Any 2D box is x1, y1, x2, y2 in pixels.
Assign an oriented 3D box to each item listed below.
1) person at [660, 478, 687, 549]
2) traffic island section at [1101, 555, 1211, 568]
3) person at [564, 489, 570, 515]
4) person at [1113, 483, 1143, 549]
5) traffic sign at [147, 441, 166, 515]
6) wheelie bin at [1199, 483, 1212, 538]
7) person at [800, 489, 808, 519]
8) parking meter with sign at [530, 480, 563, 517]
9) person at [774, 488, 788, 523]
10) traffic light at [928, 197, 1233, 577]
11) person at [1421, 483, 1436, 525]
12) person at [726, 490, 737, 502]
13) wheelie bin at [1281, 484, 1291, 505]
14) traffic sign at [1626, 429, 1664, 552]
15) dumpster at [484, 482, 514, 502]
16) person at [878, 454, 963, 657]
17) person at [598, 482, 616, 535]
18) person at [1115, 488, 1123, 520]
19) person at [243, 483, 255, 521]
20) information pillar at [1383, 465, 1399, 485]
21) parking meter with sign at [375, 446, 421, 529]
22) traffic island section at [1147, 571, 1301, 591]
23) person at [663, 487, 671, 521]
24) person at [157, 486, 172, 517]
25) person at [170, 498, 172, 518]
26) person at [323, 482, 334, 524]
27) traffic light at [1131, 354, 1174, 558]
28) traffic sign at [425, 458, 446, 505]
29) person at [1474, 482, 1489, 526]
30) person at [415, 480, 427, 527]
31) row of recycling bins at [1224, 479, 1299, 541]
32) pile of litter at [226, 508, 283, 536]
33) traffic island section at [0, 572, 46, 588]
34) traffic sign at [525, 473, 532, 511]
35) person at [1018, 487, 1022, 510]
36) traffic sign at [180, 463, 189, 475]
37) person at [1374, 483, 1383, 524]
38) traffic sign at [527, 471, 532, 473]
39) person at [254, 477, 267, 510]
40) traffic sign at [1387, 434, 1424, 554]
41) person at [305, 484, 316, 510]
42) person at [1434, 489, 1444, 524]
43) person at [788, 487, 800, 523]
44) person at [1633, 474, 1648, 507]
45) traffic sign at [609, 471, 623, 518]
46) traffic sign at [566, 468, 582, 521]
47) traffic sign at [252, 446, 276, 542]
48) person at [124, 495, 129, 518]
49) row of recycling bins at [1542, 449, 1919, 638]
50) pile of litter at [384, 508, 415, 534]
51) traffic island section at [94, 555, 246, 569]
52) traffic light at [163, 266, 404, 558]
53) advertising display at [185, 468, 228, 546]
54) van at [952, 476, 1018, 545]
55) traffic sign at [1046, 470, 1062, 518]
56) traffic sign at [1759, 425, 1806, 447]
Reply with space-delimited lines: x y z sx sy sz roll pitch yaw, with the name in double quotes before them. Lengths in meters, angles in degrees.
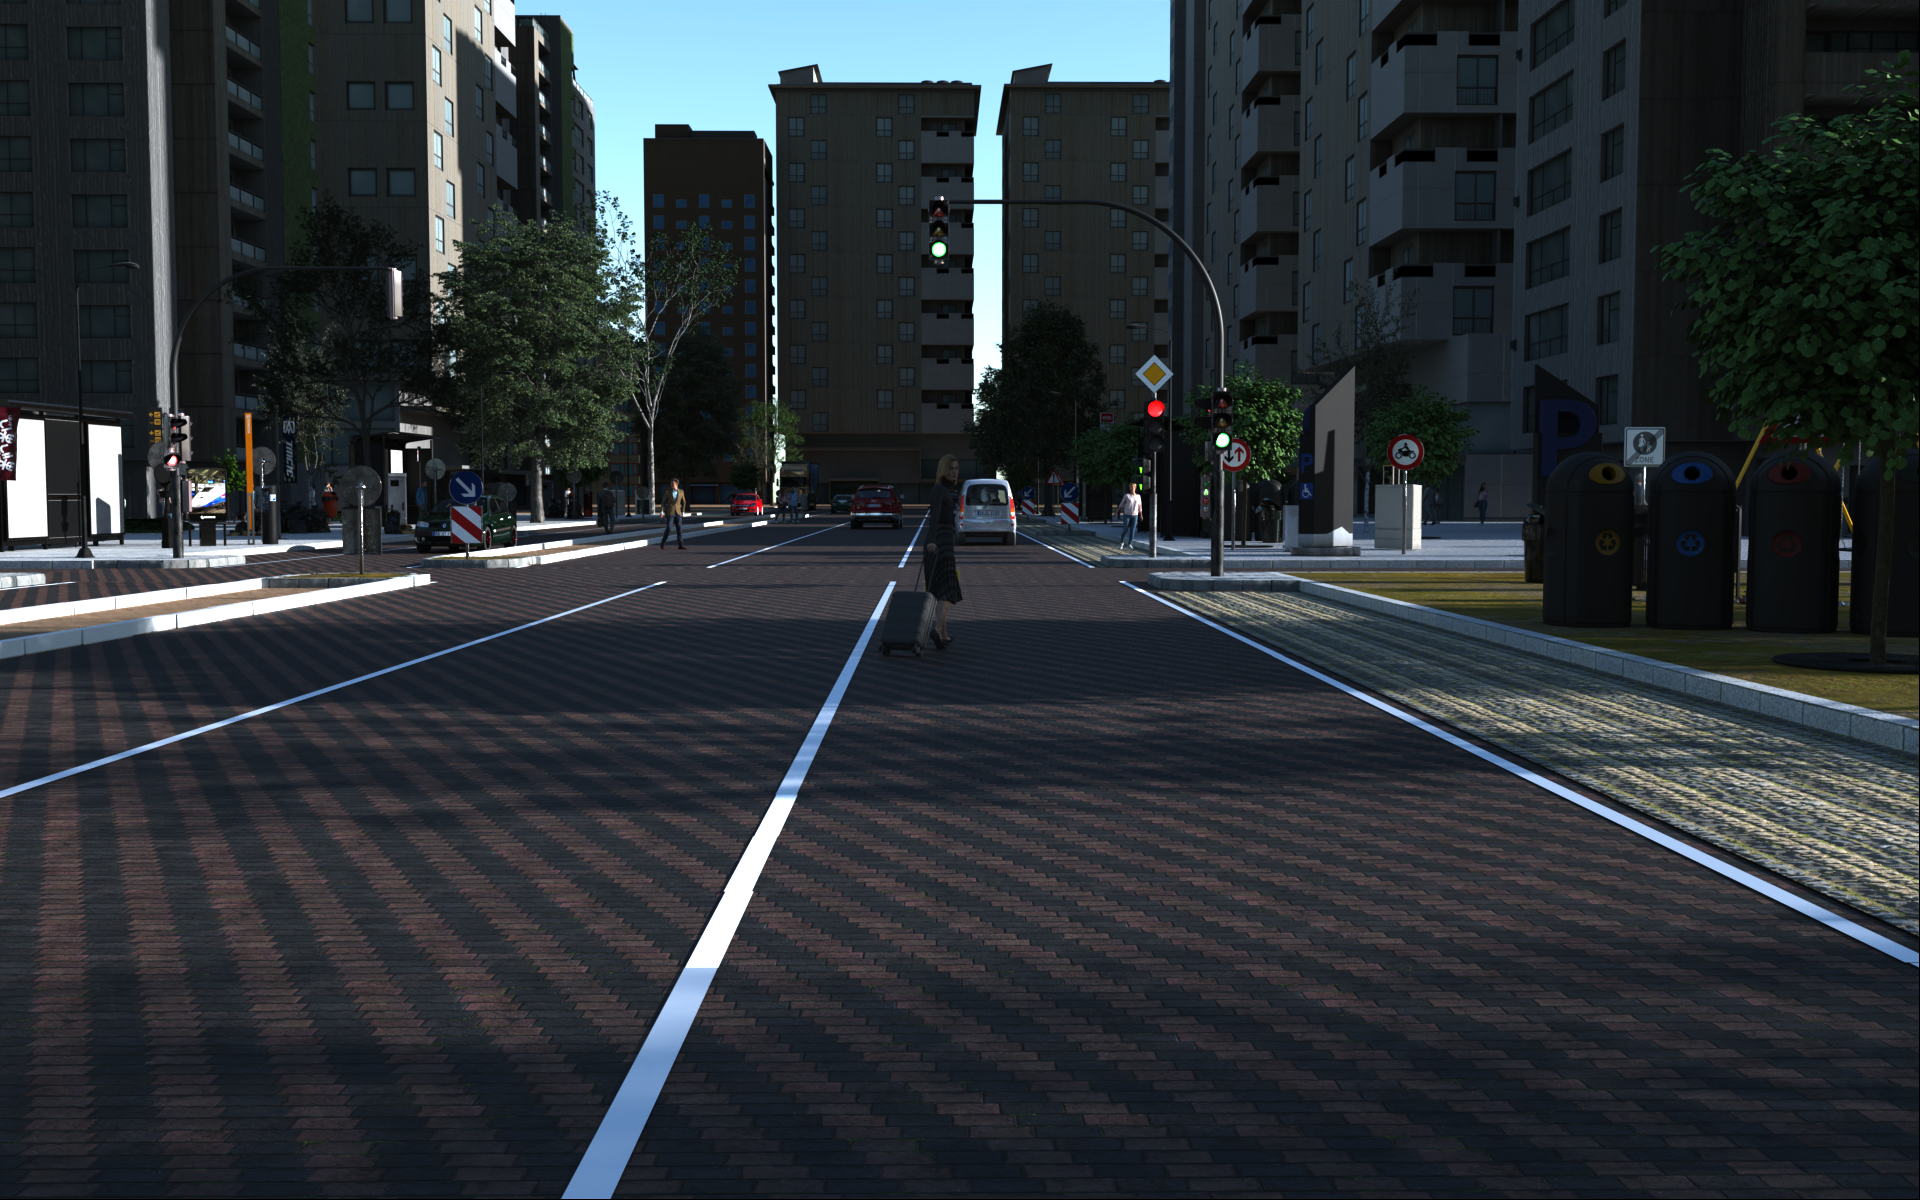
"person" -7.455 -2.229 44.861 0.836 1.842 0.656 2 4 32
"traffic island section" 3.923 -0.780 35.036 2.009 0.180 2.903 0 4 -1
"person" -24.495 -6.262 108.625 0.583 1.804 0.606 1 4 20
"person" 4.281 -2.170 44.659 0.731 1.740 0.598 -1 4 -21
"traffic sign" -19.149 -2.541 41.649 0.768 2.556 0.104 0 3 0
"wheelie bin" 7.375 -2.593 50.300 0.693 1.594 0.980 2 4 28
"person" -8.860 -5.455 98.442 0.466 1.731 0.760 -1 4 -9
"parking meter with sign" -22.758 -6.060 95.345 1.738 3.016 0.543 0 4 -2
"person" -8.785 -4.642 84.994 0.643 1.750 0.593 3 4 35
"traffic light" 1.896 -3.187 26.769 4.771 5.953 1.251 0 4 -1
"person" 19.349 -3.989 71.544 0.678 1.792 0.850 -3 4 -39
"person" -15.596 -6.764 119.921 1.217 1.723 0.721 -1 4 -15
"wheelie bin" 10.124 -2.777 53.306 0.980 1.594 0.693 -1 4 -11
"traffic sign" 10.458 -1.493 26.532 0.606 2.300 0.079 0 4 2
"dumpster" -22.653 -4.833 84.784 1.264 1.857 1.865 0 4 -1
"person" -0.320 -0.440 15.919 0.699 1.804 1.509 2 4 28
"person" -11.525 -2.938 56.507 0.622 1.834 0.822 0 4 -3
"person" 7.985 -4.878 86.071 0.520 1.790 0.573 3 5 45
"person" -33.396 -4.623 81.492 0.748 1.841 0.638 -1 4 -17
"information pillar" 10.840 -2.391 43.591 0.304 2.012 0.304 3 5 45
"parking meter with sign" -20.551 -4.089 63.112 1.738 3.016 0.543 -1 4 -21
"traffic island section" 4.027 -0.292 27.052 2.009 0.180 2.903 0 4 -1
"person" -15.839 -5.217 93.778 0.573 1.828 0.580 1 4 22
"person" -30.636 -3.676 66.730 0.593 1.750 0.643 -1 4 -11
"person" -33.450 -3.774 73.245 1.012 1.151 0.738 3 4 38
"person" -26.832 -4.120 73.586 0.473 1.802 0.592 0 4 -2
"traffic light" 3.883 -2.814 34.922 0.839 4.253 0.868 0 4 -1
"traffic sign" -18.638 -3.756 61.523 0.768 2.556 0.104 0 4 7
"person" 21.204 -3.893 70.291 0.593 1.750 0.643 3 5 42
"person" -18.828 -3.313 60.562 0.444 1.785 0.601 1 4 23
"row of recycling bins" 8.964 -2.471 47.513 3.534 1.692 1.069 0 4 1
"pile of litter" -21.701 -2.407 53.322 1.719 0.858 1.176 0 4 -4
"traffic island section" -15.613 -0.277 26.803 2.009 0.180 2.903 0 4 -1
"traffic sign" -21.140 -5.095 85.428 0.606 2.300 0.079 0 4 4
"person" 4.748 -7.980 136.508 0.705 1.826 1.348 0 4 -2
"traffic sign" -21.696 -2.936 48.002 0.884 2.594 0.081 1 4 8
"person" 16.806 -3.804 69.069 0.643 1.720 0.563 0 4 -1
"traffic sign" -23.075 -5.712 93.492 0.768 2.556 0.104 0 4 1
"person" -22.153 -3.000 55.194 0.635 1.810 0.391 -1 4 -21
"traffic sign" 9.458 -2.247 36.840 0.768 2.556 0.104 1 4 9
"person" -29.455 -4.399 78.536 0.524 1.755 0.480 -2 4 -28
"person" 20.650 -4.057 74.963 0.523 1.515 0.503 0 4 3
"person" -8.294 -4.747 86.386 0.793 1.790 0.793 3 5 40
"person" 16.525 -2.181 42.102 0.834 1.777 0.661 -1 4 -12
"traffic sign" -18.608 -5.730 93.798 0.768 2.556 0.104 0 4 2
"traffic sign" -18.615 -5.103 83.536 0.768 2.556 0.104 0 4 4
"traffic sign" -18.699 -2.832 46.401 0.768 2.556 0.104 0 4 6
"person" -37.937 -4.179 78.625 0.306 1.304 0.590 2 4 35
"row of recycling bins" 7.383 -0.570 16.435 3.534 1.692 1.069 2 4 25
"pile of litter" -17.985 -2.558 55.785 1.176 0.858 1.719 0 4 5
"traffic island section" -15.717 -0.765 34.787 2.009 0.180 2.903 0 4 -1
"traffic light" -13.586 -3.673 34.715 4.771 5.953 1.251 0 4 -1
"advertising display" -18.565 -2.293 42.697 0.123 1.923 0.974 3 5 45
"van" 0.702 -2.607 49.635 2.013 2.044 4.112 0 4 -1
"traffic sign" 5.003 -5.654 92.444 0.884 2.594 0.081 0 4 0
"traffic sign" 8.840 -1.113 18.209 0.884 2.594 0.081 0 4 7
